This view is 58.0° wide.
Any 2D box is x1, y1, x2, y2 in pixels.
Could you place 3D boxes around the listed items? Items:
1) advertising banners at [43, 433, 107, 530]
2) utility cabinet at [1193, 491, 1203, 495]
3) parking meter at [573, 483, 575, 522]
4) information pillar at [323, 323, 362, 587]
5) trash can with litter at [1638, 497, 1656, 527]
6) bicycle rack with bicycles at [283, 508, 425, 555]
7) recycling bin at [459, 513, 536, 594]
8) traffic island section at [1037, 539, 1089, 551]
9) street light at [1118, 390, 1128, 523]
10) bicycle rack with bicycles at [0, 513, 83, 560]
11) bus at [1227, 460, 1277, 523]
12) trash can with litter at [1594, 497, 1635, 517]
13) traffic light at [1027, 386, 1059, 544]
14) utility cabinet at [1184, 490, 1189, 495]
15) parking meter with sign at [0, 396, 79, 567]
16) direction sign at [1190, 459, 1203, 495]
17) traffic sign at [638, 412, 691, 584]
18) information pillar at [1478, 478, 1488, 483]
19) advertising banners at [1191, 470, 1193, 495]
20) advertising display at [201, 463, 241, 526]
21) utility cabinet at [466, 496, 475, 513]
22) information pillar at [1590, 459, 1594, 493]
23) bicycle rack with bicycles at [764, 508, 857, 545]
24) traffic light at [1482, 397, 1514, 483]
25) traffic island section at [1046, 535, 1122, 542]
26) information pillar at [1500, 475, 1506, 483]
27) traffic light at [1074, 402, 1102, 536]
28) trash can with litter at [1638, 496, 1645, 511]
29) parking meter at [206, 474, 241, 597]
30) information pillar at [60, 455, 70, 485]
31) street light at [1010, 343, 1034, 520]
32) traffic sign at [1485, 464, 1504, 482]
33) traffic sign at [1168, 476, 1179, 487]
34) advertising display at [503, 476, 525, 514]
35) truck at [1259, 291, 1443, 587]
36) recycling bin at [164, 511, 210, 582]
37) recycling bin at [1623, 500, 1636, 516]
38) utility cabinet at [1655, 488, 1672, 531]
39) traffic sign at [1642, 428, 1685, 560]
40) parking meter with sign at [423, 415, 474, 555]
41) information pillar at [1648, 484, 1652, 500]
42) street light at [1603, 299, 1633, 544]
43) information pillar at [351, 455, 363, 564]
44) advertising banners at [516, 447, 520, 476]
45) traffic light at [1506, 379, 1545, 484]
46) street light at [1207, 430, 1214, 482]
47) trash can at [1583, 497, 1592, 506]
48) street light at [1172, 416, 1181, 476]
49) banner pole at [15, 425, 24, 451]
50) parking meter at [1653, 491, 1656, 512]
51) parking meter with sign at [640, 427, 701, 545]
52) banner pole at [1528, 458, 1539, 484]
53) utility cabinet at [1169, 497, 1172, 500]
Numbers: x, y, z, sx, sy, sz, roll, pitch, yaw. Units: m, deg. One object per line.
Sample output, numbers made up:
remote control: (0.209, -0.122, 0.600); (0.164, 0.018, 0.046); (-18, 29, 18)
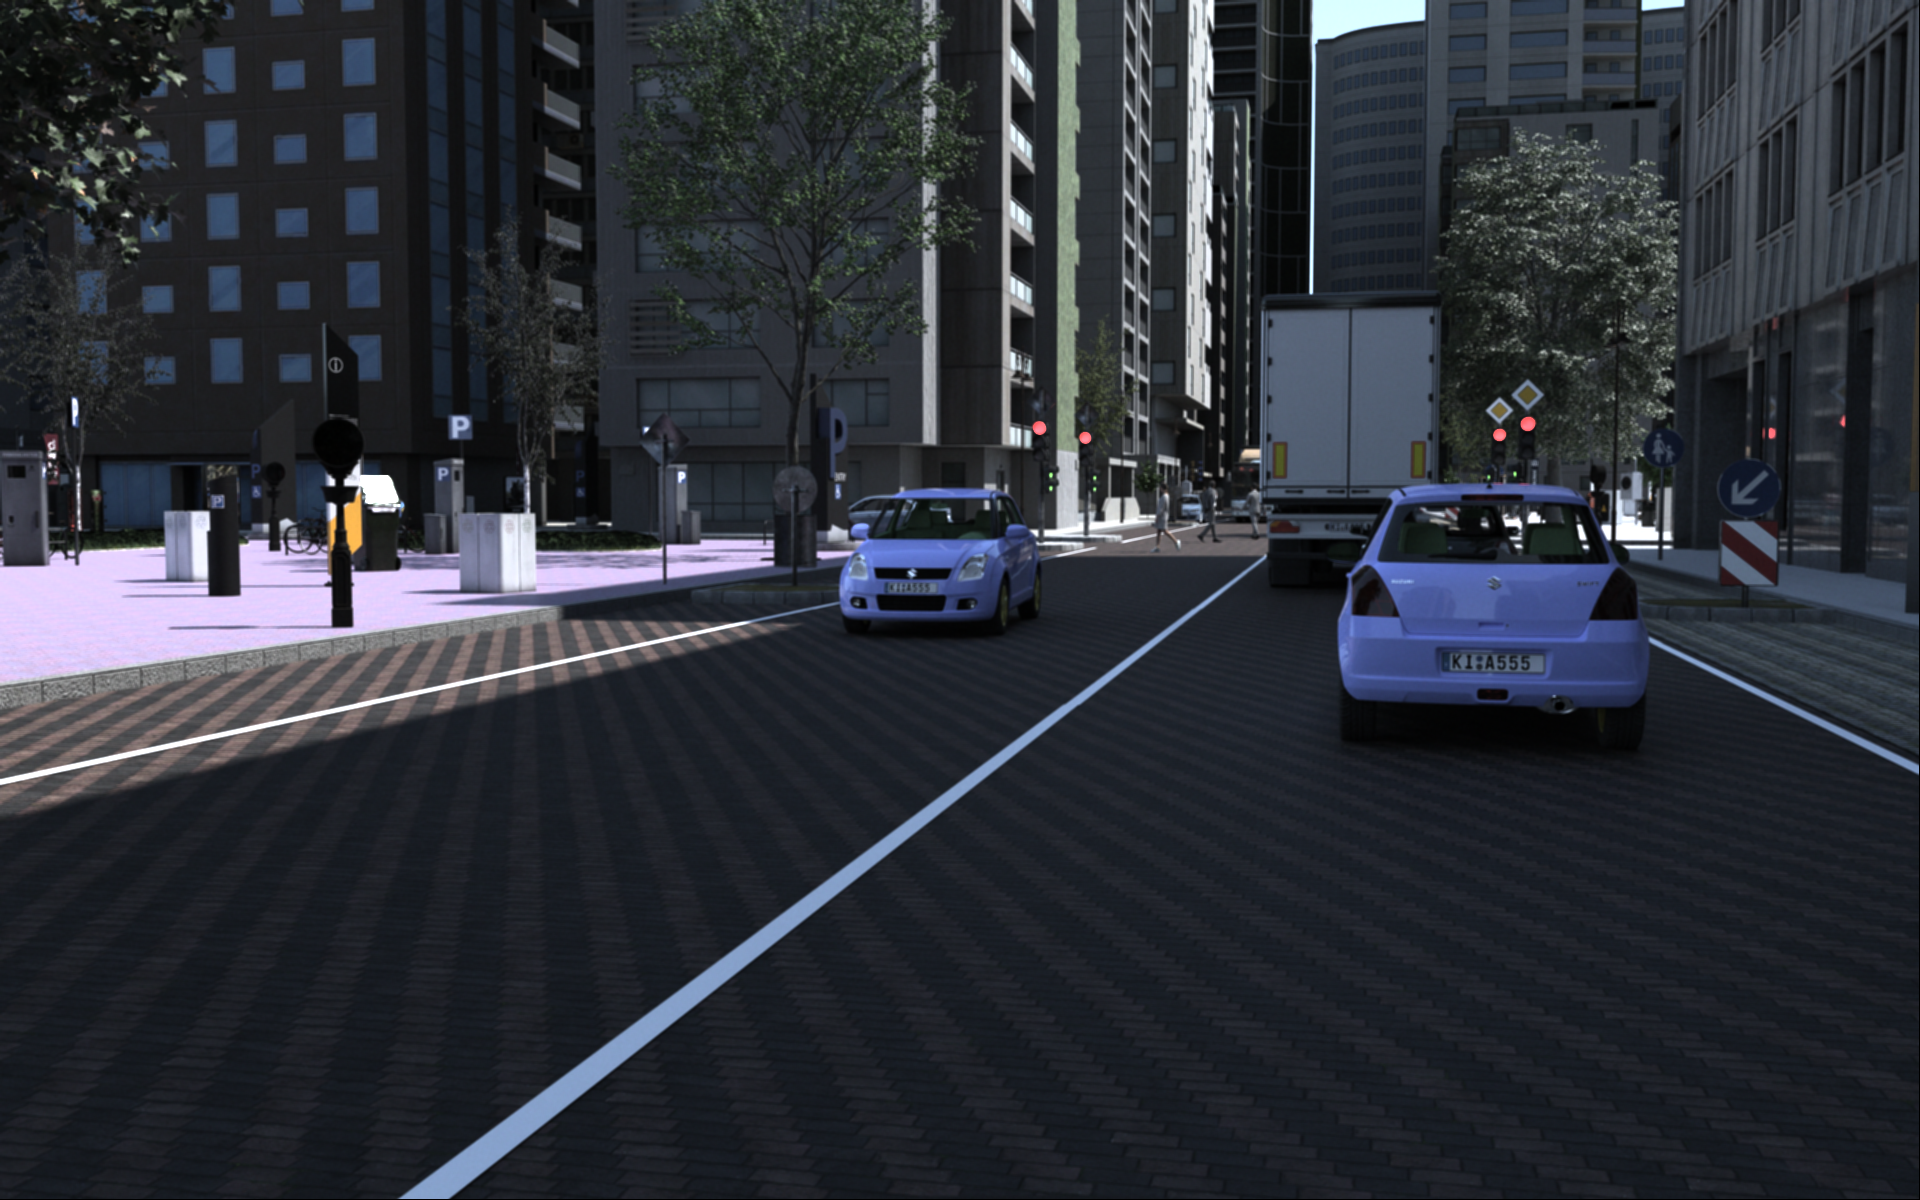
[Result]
advertising banners: (-25.822, -3.324, 50.539); (0.090, 3.025, 2.074); (1, 4, 23)
utility cabinet: (16.780, -6.813, 120.070); (1.173, 1.500, 0.318); (1, 4, 23)
parking meter: (-17.628, -4.535, 79.851); (0.255, 1.863, 0.399); (1, 4, 12)
information pillar: (-8.579, -1.999, 24.041); (0.183, 3.616, 0.504); (3, 5, 43)
trash can with litter: (27.009, -3.428, 67.431); (1.055, 1.170, 0.624); (0, 4, 0)
bicycle rack with bicycles: (-13.265, -1.460, 37.255); (2.925, 0.926, 2.852); (1, 4, 11)
recycling bin: (-6.059, -0.621, 22.703); (0.722, 1.027, 0.722); (2, 4, 26)
traffic island section: (2.090, -1.391, 45.025); (2.009, 0.180, 2.903); (1, 4, 13)
street light: (7.220, -6.382, 77.133); (0.468, 5.910, 1.993); (1, 4, 13)
bicycle rack with bicycles: (-18.460, -1.235, 33.574); (2.852, 0.926, 2.925); (2, 4, 34)
bus: (15.757, -5.799, 89.680); (2.948, 3.499, 13.247); (1, 4, 13)
trash can with litter: (33.107, -4.761, 88.902); (2.233, 1.210, 1.678); (-2, 4, -31)
traffic light: (2.127, -3.423, 44.882); (0.839, 4.253, 0.868); (1, 4, 13)
utility cabinet: (13.667, -5.850, 104.330); (0.318, 1.500, 1.173); (0, 4, 6)
parking meter with sign: (-16.686, -2.116, 30.864); (1.738, 3.016, 0.543); (-1, 4, -16)
direction sign: (15.362, -7.382, 112.697); (0.876, 3.537, 0.379); (-1, 4, -14)
traffic sign: (-4.191, -1.428, 24.536); (0.795, 2.450, 0.064); (1, 4, 15)
information pillar: (23.220, -4.432, 76.953); (0.304, 2.012, 0.304); (-1, 4, -9)
advertising banners: (14.601, -6.905, 109.091); (0.090, 3.025, 2.074); (0, 4, 8)
advertising display: (-15.496, -1.905, 36.364); (0.123, 1.923, 0.974); (1, 4, 19)
utility cabinet: (-32.034, -6.232, 113.051); (1.020, 1.237, 0.306); (3, 4, 36)
information pillar: (41.691, -7.516, 114.237); (0.183, 3.616, 0.504); (3, 4, 37)
bicycle rack with bicycles: (-3.653, -1.883, 44.172); (2.852, 0.926, 2.925); (1, 4, 16)
traffic light: (15.546, -3.741, 50.093); (0.839, 4.253, 0.868); (1, 4, 13)
traffic island section: (3.831, -1.868, 52.819); (2.009, 0.180, 2.903); (1, 4, 13)
information pillar: (21.161, -3.871, 67.782); (0.304, 2.012, 0.304); (2, 4, 32)
traffic light: (3.868, -3.899, 52.676); (0.839, 4.253, 0.868); (1, 4, 13)
trash can with litter: (38.156, -5.333, 98.244); (2.233, 1.210, 1.678); (0, 4, 2)
parking meter: (-9.282, -0.820, 21.816); (0.372, 1.533, 0.369); (0, 3, 0)
information pillar: (-36.776, -4.878, 71.111); (0.504, 3.616, 0.183); (1, 4, 11)
street light: (1.921, -4.928, 53.361); (0.468, 5.910, 1.993); (1, 4, 13)
traffic sign: (22.221, -4.403, 72.090); (0.768, 2.556, 0.104); (1, 4, 19)
traffic sign: (11.847, -5.753, 96.187); (0.606, 2.300, 0.079); (1, 4, 14)
advertising display: (-15.628, -3.403, 60.856); (0.123, 1.923, 0.974); (2, 4, 35)
truck: (6.611, -2.491, 29.641); (2.839, 4.237, 11.283); (1, 4, 12)
recycling bin: (-11.232, -0.797, 25.593); (0.722, 1.027, 0.722); (3, 4, 36)
recycling bin: (39.493, -5.478, 102.116); (0.722, 1.027, 0.722); (1, 4, 17)
utility cabinet: (24.190, -3.065, 58.786); (1.173, 1.500, 0.318); (-1, 4, -19)
traffic sign: (13.638, -2.052, 33.649); (0.768, 2.556, 0.104); (1, 4, 14)
parking meter with sign: (-11.050, -2.514, 37.369); (0.543, 3.016, 1.738); (0, 4, 5)
information pillar: (41.177, -6.850, 103.344); (0.183, 3.616, 0.504); (2, 4, 32)
street light: (15.587, -4.181, 41.147); (0.468, 5.910, 1.993); (1, 4, 13)
information pillar: (-11.092, -1.662, 31.674); (0.304, 2.012, 0.304); (0, 4, -6)
advertising banners: (-16.634, -4.184, 64.602); (0.090, 3.025, 2.074); (-2, 4, -25)
traffic light: (13.805, -3.265, 42.299); (0.839, 4.253, 0.868); (1, 4, 13)
street light: (18.096, -9.335, 125.422); (0.468, 5.910, 1.993); (1, 4, 13)
trash can: (26.342, -3.771, 73.307); (0.748, 1.137, 0.748); (0, 3, 0)
street light: (12.602, -7.850, 101.135); (0.468, 5.910, 1.993); (1, 4, 13)
banner pole: (-33.983, -4.444, 62.680); (0.401, 3.779, 0.863); (-3, 5, -44)
parking meter: (42.731, -5.985, 106.270); (0.372, 1.533, 0.369); (0, 3, 0)
parking meter with sign: (-7.379, -2.945, 44.409); (1.738, 3.016, 0.543); (3, 4, 36)
banner pole: (35.157, -7.124, 106.497); (0.863, 3.779, 0.401); (0, 4, 6)
utility cabinet: (13.286, -6.013, 109.481); (0.306, 1.237, 1.020); (-1, 4, -15)
